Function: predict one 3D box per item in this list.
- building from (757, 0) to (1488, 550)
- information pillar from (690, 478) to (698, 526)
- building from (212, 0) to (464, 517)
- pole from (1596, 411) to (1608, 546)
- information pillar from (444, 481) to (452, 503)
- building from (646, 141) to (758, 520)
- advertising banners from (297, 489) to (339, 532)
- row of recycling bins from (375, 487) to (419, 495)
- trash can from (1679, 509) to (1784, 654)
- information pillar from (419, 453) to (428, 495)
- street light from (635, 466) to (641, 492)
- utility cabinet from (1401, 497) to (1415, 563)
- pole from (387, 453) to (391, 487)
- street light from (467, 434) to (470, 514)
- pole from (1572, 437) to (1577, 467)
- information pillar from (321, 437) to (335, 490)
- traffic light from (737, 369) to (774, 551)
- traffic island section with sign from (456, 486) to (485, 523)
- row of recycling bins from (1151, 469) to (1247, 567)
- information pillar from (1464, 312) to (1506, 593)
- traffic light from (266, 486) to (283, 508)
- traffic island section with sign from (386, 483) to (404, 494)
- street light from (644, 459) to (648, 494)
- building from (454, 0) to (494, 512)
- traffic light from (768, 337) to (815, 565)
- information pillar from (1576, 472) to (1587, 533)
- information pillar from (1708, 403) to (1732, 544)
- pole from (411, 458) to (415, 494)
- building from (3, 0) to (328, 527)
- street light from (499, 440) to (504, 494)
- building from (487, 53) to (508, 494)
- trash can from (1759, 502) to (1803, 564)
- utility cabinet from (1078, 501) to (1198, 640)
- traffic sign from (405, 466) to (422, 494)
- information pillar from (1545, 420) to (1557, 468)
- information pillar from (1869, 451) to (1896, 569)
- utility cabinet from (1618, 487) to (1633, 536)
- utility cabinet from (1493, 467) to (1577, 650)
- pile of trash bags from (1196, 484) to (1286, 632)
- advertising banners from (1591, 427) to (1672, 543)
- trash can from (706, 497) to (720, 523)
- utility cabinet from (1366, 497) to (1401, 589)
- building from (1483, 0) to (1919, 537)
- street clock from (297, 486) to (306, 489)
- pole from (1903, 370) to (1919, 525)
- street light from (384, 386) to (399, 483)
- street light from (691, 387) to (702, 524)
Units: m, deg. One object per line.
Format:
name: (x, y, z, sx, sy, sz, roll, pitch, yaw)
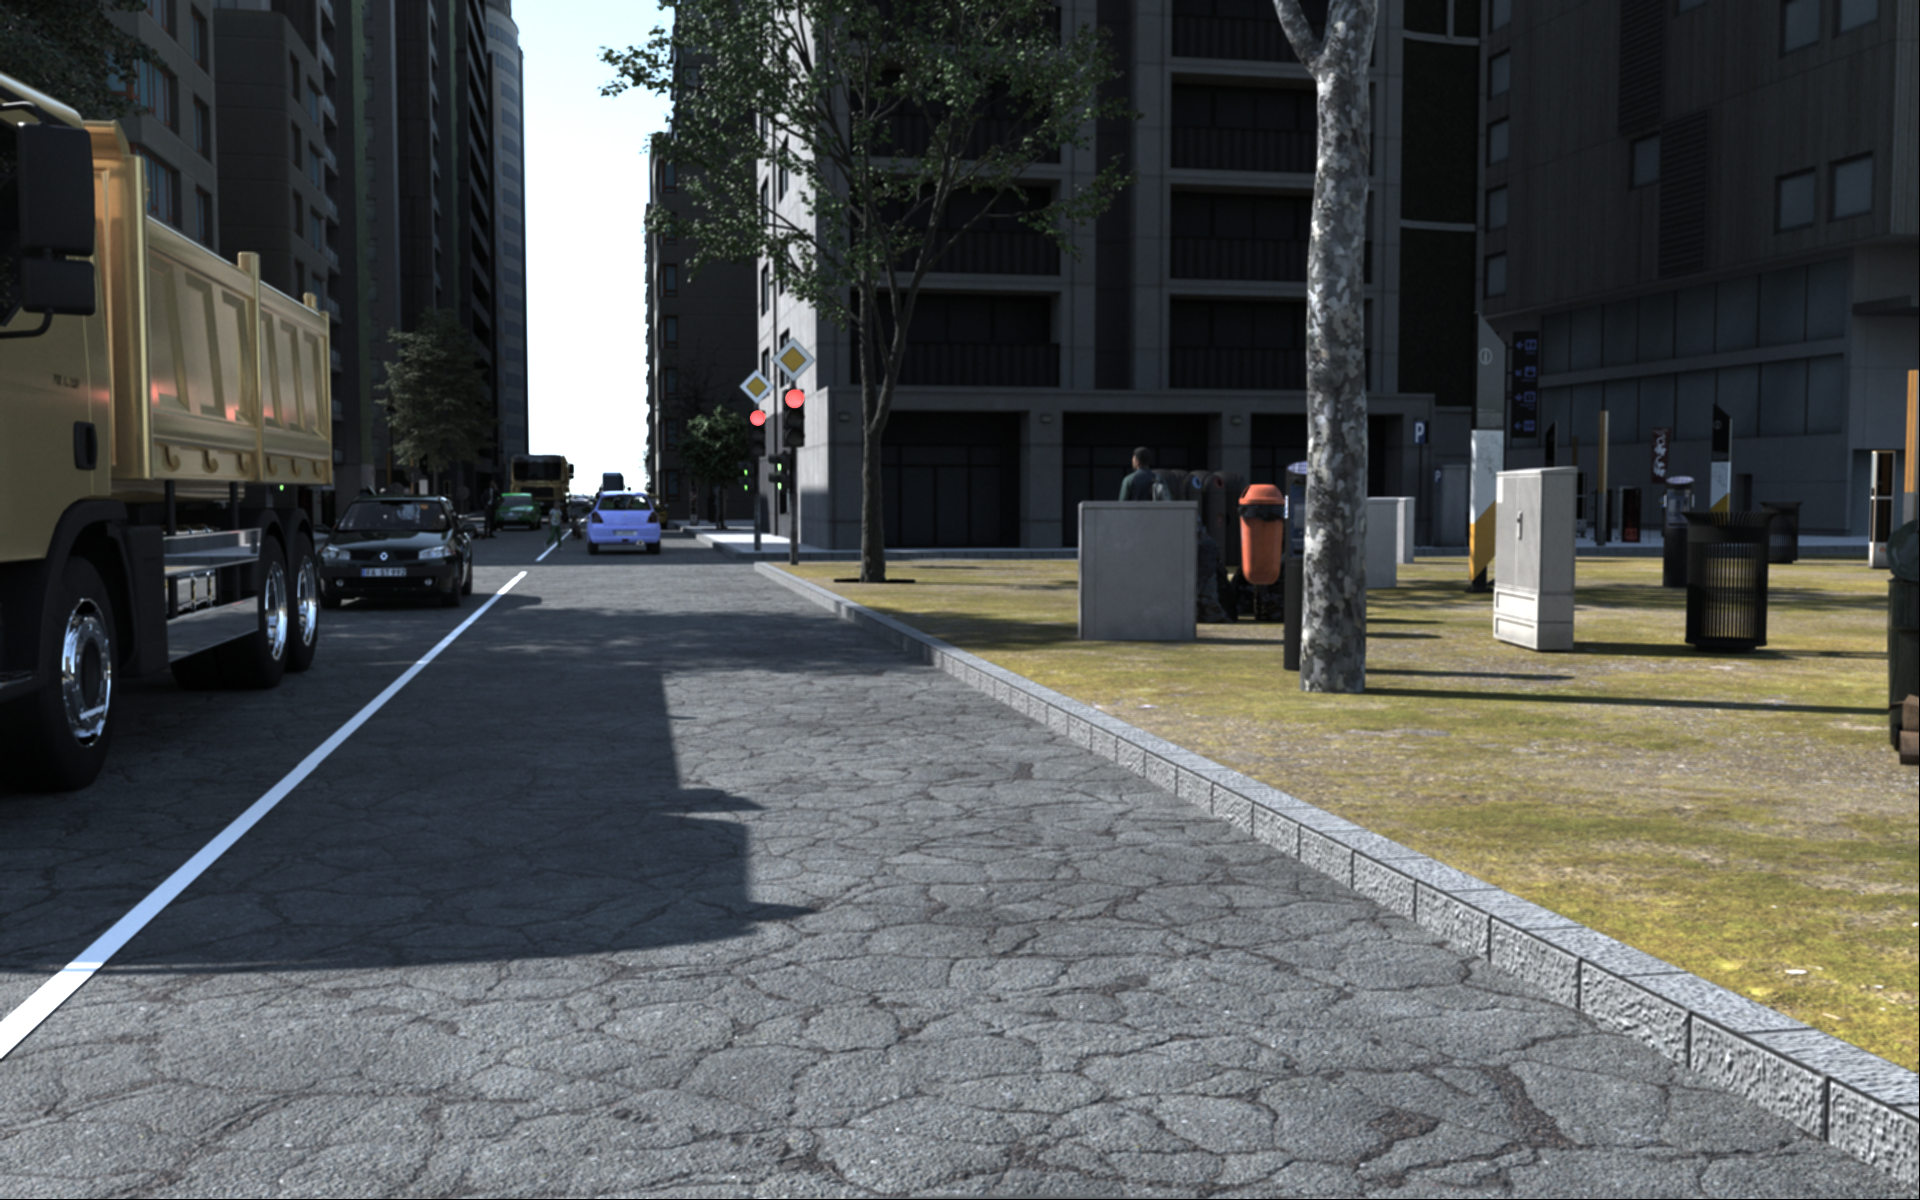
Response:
building: (5.102, -37.371, 49.266, 20.611, 71.187, 20.563, -1, 4, -11)
information pillar: (-10.702, -3.984, 69.624, 0.304, 2.012, 0.304, 0, 4, -6)
building: (-41.437, -26.453, 116.102, 14.154, 41.232, 14.086, -1, 4, -11)
pole: (15.765, -2.976, 42.496, 0.158, 3.312, 0.155, 0, 3, 0)
information pillar: (-28.288, -5.581, 95.748, 0.304, 2.012, 0.304, 1, 4, 10)
building: (-3.975, -15.673, 101.288, 27.650, 21.520, 28.899, -1, 4, -11)
advertising banners: (-21.384, -3.695, 56.602, 2.074, 3.025, 0.090, 0, 4, -1)
row of recycling bins: (-34.495, -6.007, 105.328, 1.069, 1.692, 3.534, 3, 4, 38)
trash can: (6.247, -0.150, 14.102, 0.748, 1.137, 0.748, 0, 3, 0)
information pillar: (-30.639, -6.582, 98.975, 0.504, 3.616, 0.183, 0, 4, 4)
street light: (-42.928, -15.848, 231.895, 0.468, 5.910, 1.993, -1, 4, -11)
utility cabinet: (8.010, -1.302, 32.452, 0.306, 1.237, 1.020, -3, 4, -37)
pole: (-28.469, -5.659, 86.360, 0.158, 3.312, 0.155, 0, 3, 0)
street light: (-31.807, -8.509, 111.915, 0.468, 5.910, 1.993, -1, 4, -11)
pole: (21.900, -4.155, 61.774, 0.158, 3.312, 0.155, 0, 3, 0)
information pillar: (-21.928, -4.200, 60.025, 0.183, 3.616, 0.504, 3, 4, 37)
traffic light: (-4.594, -3.066, 39.049, 0.839, 4.253, 0.868, -1, 4, -11)
traffic island section with sign: (-24.637, -4.733, 86.009, 1.989, 1.847, 2.006, -1, 4, -11)
row of recycling bins: (3.958, -1.388, 29.807, 1.069, 1.692, 3.534, 2, 4, 31)
information pillar: (6.840, -1.905, 22.499, 0.504, 3.616, 0.183, -2, 4, -26)
traffic light: (-14.750, -2.941, 36.999, 0.839, 4.253, 0.868, -1, 4, -11)
traffic island section with sign: (-19.213, -3.084, 59.056, 1.989, 1.847, 2.006, -1, 4, -11)
street light: (-33.954, -13.134, 187.524, 0.468, 5.910, 1.993, -1, 4, -11)
building: (-47.977, -31.173, 133.384, 21.300, 48.544, 21.600, -1, 4, -11)
traffic light: (-3.021, -2.587, 31.219, 0.839, 4.253, 0.868, -1, 4, -11)
information pillar: (20.403, -3.206, 56.913, 0.304, 2.012, 0.304, 3, 4, 37)
information pillar: (19.531, -3.250, 44.496, 0.183, 3.616, 0.504, -3, 4, -37)
pole: (-30.701, -6.322, 97.208, 0.158, 3.312, 0.155, 0, 3, 0)
building: (-36.688, -12.799, 54.298, 27.650, 21.520, 28.899, -1, 4, -11)
street light: (-39.430, -10.786, 149.135, 0.468, 5.910, 1.993, -1, 4, -11)
building: (-52.809, -31.927, 172.111, 14.600, 45.320, 14.200, -1, 4, -11)
trash can: (15.101, -1.238, 31.893, 0.748, 1.137, 0.748, 0, 3, 0)
utility cabinet: (1.568, -0.255, 15.334, 1.020, 1.237, 0.306, 0, 4, -2)
traffic sign: (-24.929, -4.826, 79.015, 0.768, 2.556, 0.104, 0, 4, -5)
information pillar: (18.849, -3.908, 55.252, 0.183, 3.616, 0.504, -1, 4, -17)
information pillar: (15.758, -1.536, 29.604, 0.304, 2.012, 0.304, 1, 4, 16)
utility cabinet: (20.166, -2.673, 52.381, 0.318, 1.500, 1.173, 1, 4, 14)
utility cabinet: (4.805, -0.359, 14.546, 0.318, 1.500, 1.173, 0, 4, 0)
pile of trash bags: (2.901, -0.472, 17.469, 1.912, 1.369, 3.447, 0, 4, 3)
advertising banners: (17.776, -3.039, 45.871, 2.074, 3.025, 0.090, 3, 5, 43)
trash can: (-10.974, -4.024, 77.447, 0.748, 1.137, 0.748, 0, 3, 0)
utility cabinet: (5.529, -0.763, 23.634, 1.020, 1.237, 0.306, -3, 4, -37)
building: (36.415, -29.015, 63.639, 27.495, 52.752, 28.713, -1, 4, -11)
street clock: (-23.859, -3.561, 62.792, 0.471, 2.002, 0.358, -3, 5, -42)
pole: (15.702, -2.124, 28.571, 0.158, 3.312, 0.155, 0, 3, 0)
street light: (-24.423, -6.218, 74.448, 0.468, 5.910, 1.993, -1, 4, -11)
street light: (-11.400, -6.248, 74.940, 0.468, 5.910, 1.993, -1, 4, -11)
